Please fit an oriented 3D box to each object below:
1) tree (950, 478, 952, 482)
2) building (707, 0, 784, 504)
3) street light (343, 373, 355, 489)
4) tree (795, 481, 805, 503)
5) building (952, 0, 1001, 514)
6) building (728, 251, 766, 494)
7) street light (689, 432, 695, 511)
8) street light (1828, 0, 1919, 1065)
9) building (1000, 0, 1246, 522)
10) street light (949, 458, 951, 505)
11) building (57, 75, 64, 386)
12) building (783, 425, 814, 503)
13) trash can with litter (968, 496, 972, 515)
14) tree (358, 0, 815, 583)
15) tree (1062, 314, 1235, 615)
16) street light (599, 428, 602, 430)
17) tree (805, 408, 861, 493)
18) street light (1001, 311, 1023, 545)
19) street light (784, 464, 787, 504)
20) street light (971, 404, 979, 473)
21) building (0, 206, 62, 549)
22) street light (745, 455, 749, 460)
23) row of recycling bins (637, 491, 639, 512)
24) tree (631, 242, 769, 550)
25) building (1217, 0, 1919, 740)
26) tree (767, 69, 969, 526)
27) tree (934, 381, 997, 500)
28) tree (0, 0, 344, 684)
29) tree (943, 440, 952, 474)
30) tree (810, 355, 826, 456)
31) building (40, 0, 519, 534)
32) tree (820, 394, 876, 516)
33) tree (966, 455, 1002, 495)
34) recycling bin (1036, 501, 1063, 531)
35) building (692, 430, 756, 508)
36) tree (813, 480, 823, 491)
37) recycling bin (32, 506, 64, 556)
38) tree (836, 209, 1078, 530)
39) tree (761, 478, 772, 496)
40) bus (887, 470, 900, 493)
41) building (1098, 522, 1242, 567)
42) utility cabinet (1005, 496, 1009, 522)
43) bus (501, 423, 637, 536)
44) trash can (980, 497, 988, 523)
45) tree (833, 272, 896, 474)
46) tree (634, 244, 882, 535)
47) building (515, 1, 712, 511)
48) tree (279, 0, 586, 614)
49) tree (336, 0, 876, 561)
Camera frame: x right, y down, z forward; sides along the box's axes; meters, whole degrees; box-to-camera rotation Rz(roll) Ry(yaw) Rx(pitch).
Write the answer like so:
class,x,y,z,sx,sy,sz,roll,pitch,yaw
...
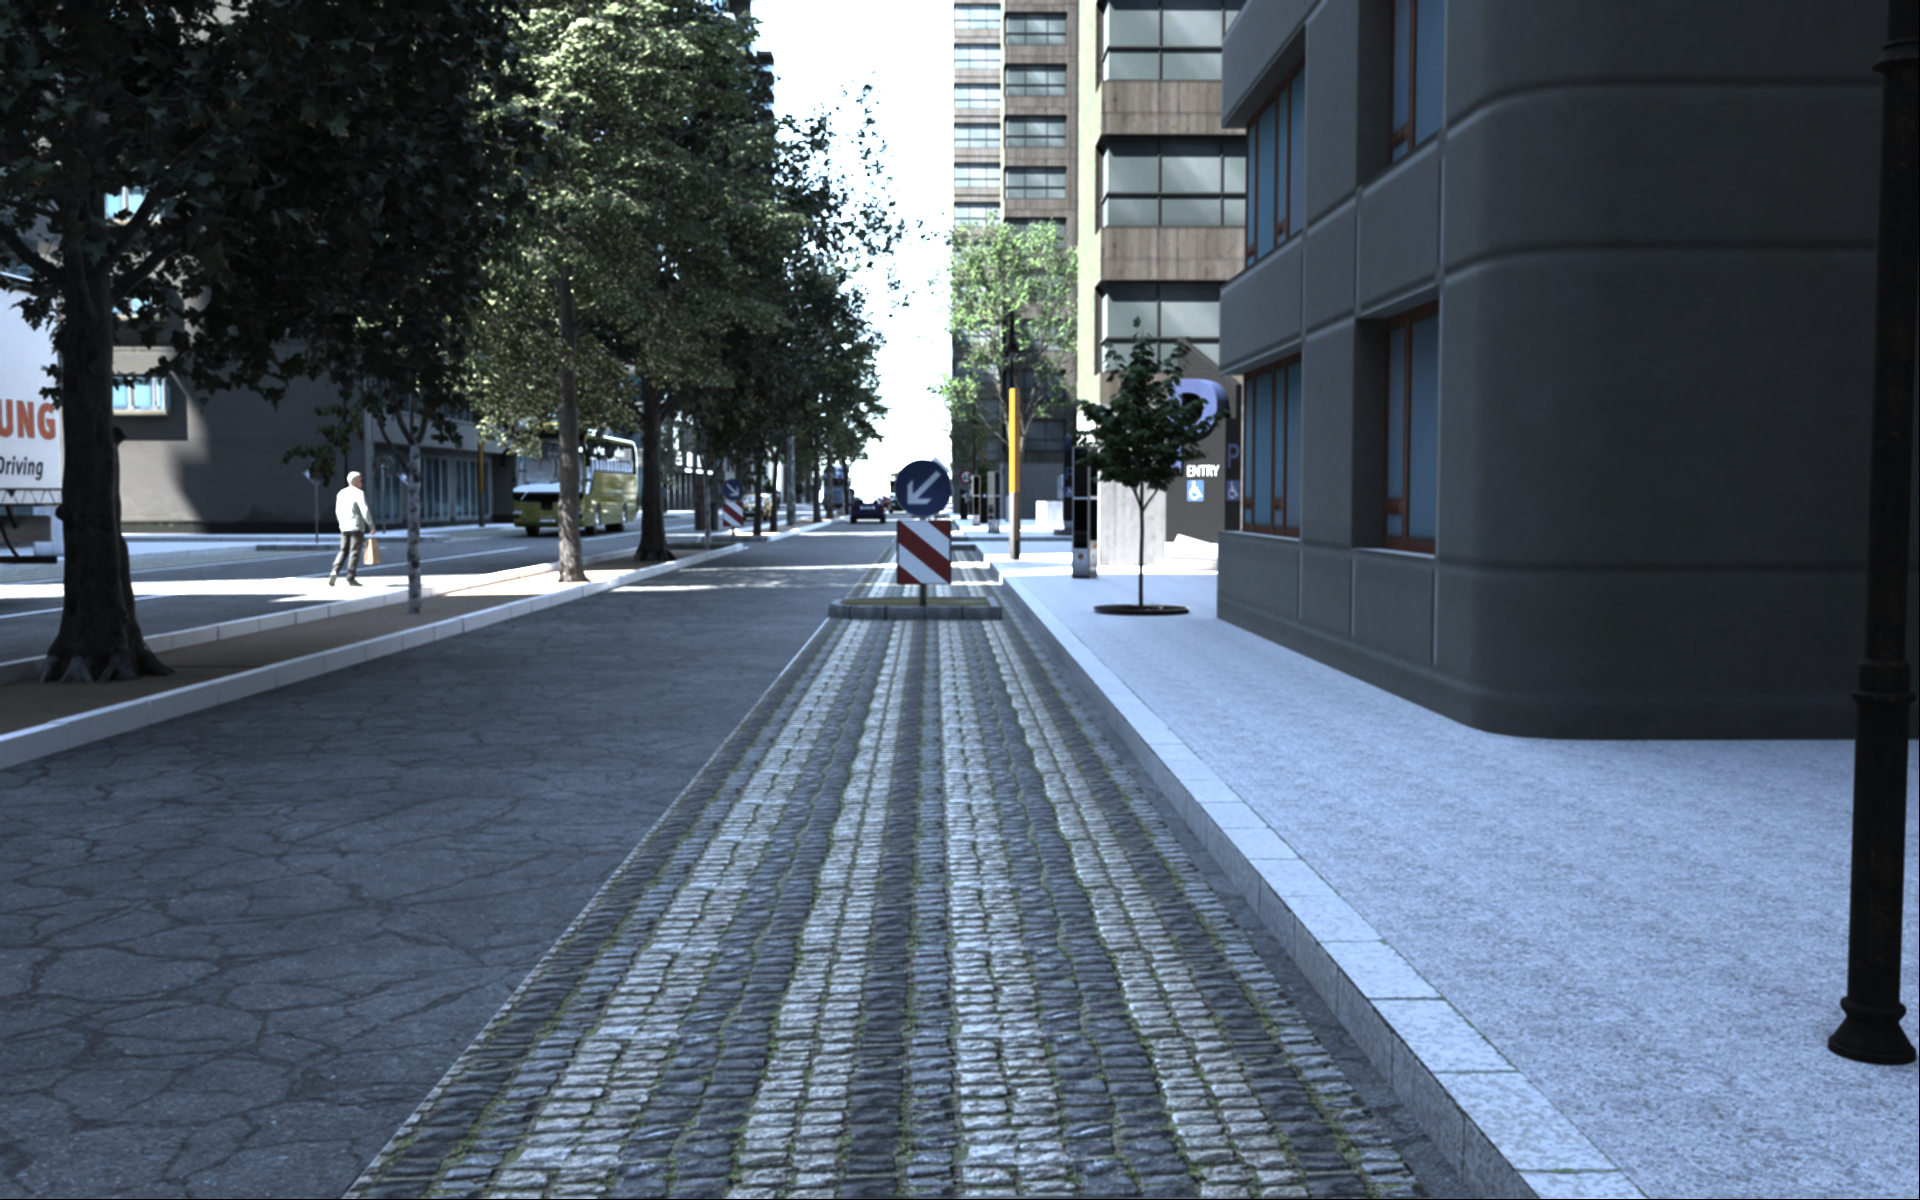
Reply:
class,x,y,z,sx,sy,sz,roll,pitch,yaw
tree,-0.619,-10.594,167.814,1.663,3.219,1.824,0,3,0
building,-34.101,-55.905,226.717,22.319,86.520,31.000,0,4,-1
street light,-18.886,-4.920,53.238,0.468,5.910,1.993,0,4,-1
tree,-21.978,-14.899,238.203,1.663,3.219,1.824,0,3,0
building,6.472,-26.627,118.940,14.154,41.232,14.086,0,4,-1
building,-29.614,-31.266,194.799,14.154,41.232,14.086,0,4,-1
street light,-20.044,-9.587,129.542,0.468,5.910,1.993,0,4,-1
street light,2.093,-1.897,3.798,0.468,5.910,1.993,0,4,-1
building,9.118,-19.687,93.577,14.160,30.474,14.107,0,4,-1
street light,-1.204,-14.162,204.329,0.468,5.910,1.993,0,4,-1
building,-31.971,-29.301,98.672,23.786,49.044,30.456,0,4,-1
building,-36.614,-25.351,259.525,27.650,21.520,28.899,0,4,-1
trash can with litter,0.918,-5.782,105.927,0.624,1.170,1.055,-1,4,-21
tree,-6.180,-6.524,27.248,7.486,12.596,7.792,0,3,0
tree,1.926,-1.483,18.847,1.663,3.219,1.824,0,3,0
street light,-19.536,-7.369,93.270,0.468,5.910,1.993,0,4,-1
tree,-8.011,-9.454,107.389,4.737,8.622,4.395,0,3,0
street light,1.308,-4.345,43.827,0.468,5.910,1.993,0,4,-1
street light,-21.441,-14.725,213.534,0.468,5.910,1.993,0,4,-1
street light,0.712,-7.037,87.841,0.468,5.910,1.993,0,4,-1
building,-34.906,-25.166,31.079,30.456,49.044,23.786,0,4,-1
street light,-20.763,-12.036,169.573,0.468,5.910,1.993,0,4,-1
row of recycling bins,-24.085,-7.076,122.805,3.534,1.692,1.069,3,5,41
tree,-6.451,-5.574,43.961,4.360,8.622,3.978,0,3,0
building,16.723,-9.668,3.109,27.650,21.520,28.899,0,4,-1
tree,-6.351,-13.336,76.387,12.611,20.169,13.585,0,3,0
tree,0.562,-9.769,110.089,4.737,8.622,4.395,0,3,0
tree,-6.707,-5.721,13.003,9.611,12.733,9.660,0,3,0
tree,-0.113,-16.252,216.086,4.360,8.622,3.978,0,3,0
tree,-7.944,-11.679,119.170,9.928,11.665,9.643,0,3,0
building,-29.969,-26.975,64.751,21.300,48.544,21.600,0,4,-1
tree,-8.060,-10.622,126.491,4.360,8.622,3.978,0,3,0
tree,1.111,-5.520,84.858,1.663,3.219,1.824,0,3,0
recycling bin,3.144,-2.944,60.681,0.722,1.027,0.722,-2,4,-24
building,-35.803,-20.110,173.845,27.650,21.520,28.899,0,4,-1
tree,-23.709,-18.403,284.595,4.285,4.588,4.351,0,3,0
recycling bin,-18.738,-1.427,35.885,0.722,1.027,0.722,-1,4,-17
tree,2.065,-8.359,62.423,9.928,11.665,9.643,0,3,0
tree,-21.096,-12.006,190.895,1.663,3.219,1.824,0,3,0
bus,-5.877,-11.219,174.982,2.896,3.916,12.252,0,4,-3
building,9.368,-16.207,36.681,14.160,30.474,14.107,0,4,-1
utility cabinet,2.251,-4.174,79.403,0.306,1.237,1.020,0,4,6
bus,-13.882,-4.369,62.979,2.896,3.916,12.252,0,4,-2
trash can,0.993,-3.924,75.815,0.748,1.137,0.748,0,3,0
tree,-7.108,-10.162,86.737,7.486,12.596,7.792,0,3,0
tree,-7.109,-7.845,65.137,8.767,10.594,7.601,0,4,-1
building,-33.505,-31.964,142.213,23.786,49.044,30.456,0,4,-1
tree,-6.544,-4.148,20.632,4.737,8.622,4.395,0,3,0
tree,-6.598,-7.174,36.761,9.611,12.733,9.660,0,3,0
